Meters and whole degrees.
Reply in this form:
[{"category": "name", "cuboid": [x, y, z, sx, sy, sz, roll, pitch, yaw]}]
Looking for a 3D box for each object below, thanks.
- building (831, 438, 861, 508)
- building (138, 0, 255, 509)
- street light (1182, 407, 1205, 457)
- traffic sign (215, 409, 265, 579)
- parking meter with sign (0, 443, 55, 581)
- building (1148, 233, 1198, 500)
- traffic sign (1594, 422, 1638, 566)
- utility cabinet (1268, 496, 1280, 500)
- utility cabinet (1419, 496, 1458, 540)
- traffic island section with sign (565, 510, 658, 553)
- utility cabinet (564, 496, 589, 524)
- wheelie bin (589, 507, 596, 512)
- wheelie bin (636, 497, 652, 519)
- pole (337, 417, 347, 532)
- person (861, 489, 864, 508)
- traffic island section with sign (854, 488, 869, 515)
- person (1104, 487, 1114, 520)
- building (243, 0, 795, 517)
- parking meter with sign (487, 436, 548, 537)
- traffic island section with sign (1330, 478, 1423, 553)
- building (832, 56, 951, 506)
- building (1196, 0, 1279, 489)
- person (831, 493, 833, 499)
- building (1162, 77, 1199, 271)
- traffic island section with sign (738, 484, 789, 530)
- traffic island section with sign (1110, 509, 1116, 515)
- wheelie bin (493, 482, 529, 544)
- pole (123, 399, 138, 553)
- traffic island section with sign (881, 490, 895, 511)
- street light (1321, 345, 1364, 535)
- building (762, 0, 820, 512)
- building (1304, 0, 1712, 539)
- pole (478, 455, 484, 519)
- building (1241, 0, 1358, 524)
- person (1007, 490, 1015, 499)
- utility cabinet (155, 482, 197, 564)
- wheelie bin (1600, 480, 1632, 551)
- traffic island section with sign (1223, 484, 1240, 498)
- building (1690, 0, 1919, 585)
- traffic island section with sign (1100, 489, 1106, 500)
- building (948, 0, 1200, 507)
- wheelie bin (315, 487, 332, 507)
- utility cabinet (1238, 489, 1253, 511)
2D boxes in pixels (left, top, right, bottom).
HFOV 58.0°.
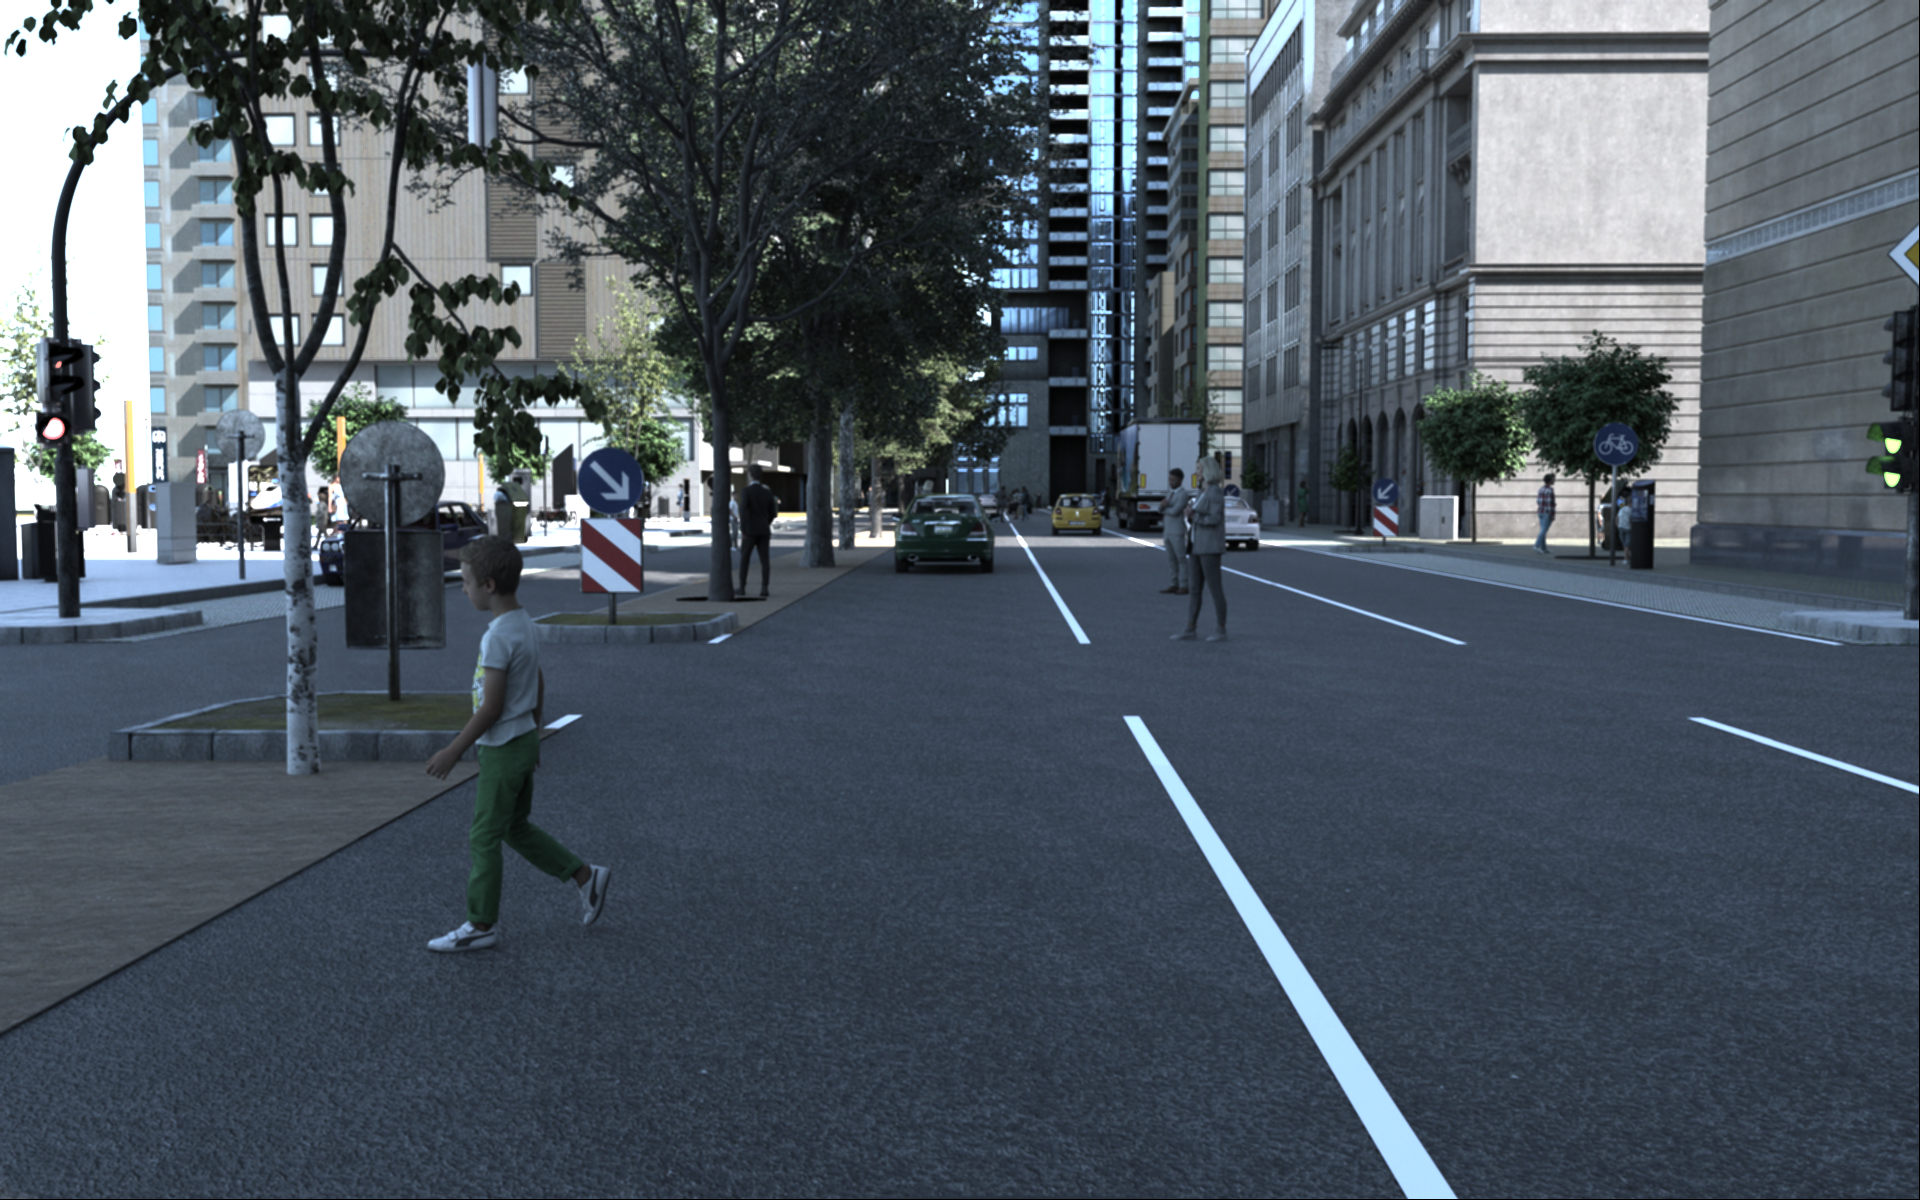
[{"category": "building", "cuboid": [-25.399, -51.541, 155.373, 31.000, 86.520, 22.319, 0, 4, 1]}, {"category": "building", "cuboid": [-56.131, -32.842, 156.572, 30.456, 49.044, 23.786, 0, 4, 1]}, {"category": "street light", "cuboid": [12.536, -7.348, 92.681, 1.470, 5.913, 1.316, 0, 4, 1]}, {"category": "traffic sign", "cuboid": [-10.834, -1.588, 26.068, 0.768, 2.556, 0.104, 0, 4, 2]}, {"category": "parking meter with sign", "cuboid": [-14.374, -1.795, 25.608, 0.543, 3.016, 1.738, 2, 4, 35]}, {"category": "building", "cuboid": [29.152, -17.367, 128.983, 27.650, 21.520, 28.899, 0, 4, 1]}, {"category": "traffic sign", "cuboid": [11.672, -1.883, 30.900, 0.768, 2.556, 0.104, 0, 4, 6]}, {"category": "utility cabinet", "cuboid": [13.460, -3.866, 74.375, 0.306, 1.237, 1.020, 1, 4, 23]}, {"category": "utility cabinet", "cuboid": [13.494, -2.305, 48.852, 1.020, 1.237, 0.306, 3, 4, 36]}, {"category": "traffic island section with sign", "cuboid": [-8.517, -2.080, 42.634, 1.989, 1.847, 2.006, 0, 4, 1]}, {"category": "utility cabinet", "cuboid": [-16.709, -3.940, 75.578, 1.020, 1.237, 0.306, -2, 4, -31]}, {"category": "wheelie bin", "cuboid": [-18.614, -4.917, 88.296, 0.980, 1.594, 0.693, 1, 4, 21]}, {"category": "wheelie bin", "cuboid": [-16.322, -4.977, 89.276, 0.693, 1.594, 0.980, -3, 5, -43]}, {"category": "pole", "cuboid": [-16.336, -3.177, 45.795, 0.158, 3.312, 0.155, 0, 3, 0]}, {"category": "person", "cuboid": [-8.793, -9.205, 157.266, 0.721, 1.735, 1.217, 0, 4, -5]}, {"category": "traffic island section with sign", "cuboid": [-7.088, -6.826, 120.225, 1.989, 1.847, 2.006, 0, 4, 1]}, {"category": "person", "cuboid": [8.352, -5.452, 97.657, 0.705, 1.821, 1.348, -1, 4, -17]}, {"category": "building", "cuboid": [-25.178, -31.635, 106.464, 28.713, 52.752, 27.495, 0, 4, 1]}, {"category": "parking meter with sign", "cuboid": [-13.206, -3.391, 51.696, 1.738, 3.016, 0.543, -2, 4, -30]}, {"category": "traffic island section with sign", "cuboid": [10.205, -2.084, 42.696, 1.989, 1.847, 2.006, 0, 4, 1]}, {"category": "building", "cuboid": [-11.868, -34.528, 188.230, 21.600, 48.544, 21.300, 0, 4, 1]}, {"category": "building", "cuboid": [21.561, -25.900, 107.065, 14.154, 41.232, 14.086, 0, 4, 1]}, {"category": "person", "cuboid": [-9.708, -7.375, 127.303, 0.721, 1.739, 1.217, -3, 5, -42]}, {"category": "building", "cuboid": [31.438, -28.333, 155.127, 32.217, 40.220, 23.993, 0, 4, 1]}, {"category": "traffic island section with sign", "cuboid": [-8.006, -3.776, 70.357, 1.989, 1.847, 2.006, 0, 4, 1]}, {"category": "traffic island section with sign", "cuboid": [11.619, -6.791, 119.664, 1.989, 1.847, 2.006, 0, 4, 1]}, {"category": "wheelie bin", "cuboid": [-11.510, -2.226, 44.306, 0.693, 1.594, 0.980, 2, 4, 26]}, {"category": "pole", "cuboid": [-17.934, -2.666, 37.426, 0.158, 3.312, 0.155, 0, 3, 0]}, {"category": "traffic island section with sign", "cuboid": [-6.579, -8.528, 148.052, 1.989, 1.847, 2.006, 0, 4, 1]}, {"category": "street light", "cuboid": [11.985, -4.997, 54.243, 1.470, 5.913, 1.316, 0, 4, 1]}, {"category": "building", "cuboid": [-17.739, -29.194, 127.428, 14.600, 45.320, 14.200, 0, 4, 1]}, {"category": "building", "cuboid": [20.803, -13.390, 60.732, 13.314, 21.916, 24.055, 0, 4, 1]}, {"category": "pole", "cuboid": [-23.740, -5.627, 85.852, 0.158, 3.312, 0.155, 0, 3, 0]}, {"category": "building", "cuboid": [20.964, -16.182, 82.598, 12.078, 24.808, 19.932, 0, 4, 1]}, {"category": "person", "cuboid": [4.576, -8.464, 146.898, 1.348, 1.822, 0.705, 1, 4, 23]}, {"category": "utility cabinet", "cuboid": [-14.497, -1.427, 32.013, 0.318, 1.500, 1.173, 0, 4, -4]}, {"category": "wheelie bin", "cuboid": [15.077, -1.937, 39.571, 0.693, 1.594, 0.980, 0, 4, -4]}, {"category": "traffic island section with sign", "cuboid": [10.704, -3.732, 69.646, 1.989, 1.847, 2.006, 0, 4, 1]}, {"category": "building", "cuboid": [23.128, -14.599, 24.590, 20.117, 28.700, 13.634, 0, 4, 1]}, {"category": "traffic island section with sign", "cuboid": [12.148, -8.506, 147.697, 1.989, 1.847, 2.006, 0, 4, 1]}, {"category": "building", "cuboid": [14.429, -53.454, 186.637, 31.000, 86.520, 22.319, 0, 4, 1]}, {"category": "wheelie bin", "cuboid": [-27.317, -4.093, 74.831, 0.693, 1.594, 0.980, 3, 5, 40]}, {"category": "utility cabinet", "cuboid": [12.517, -4.145, 76.450, 0.318, 1.500, 1.173, -1, 4, -19]}]
